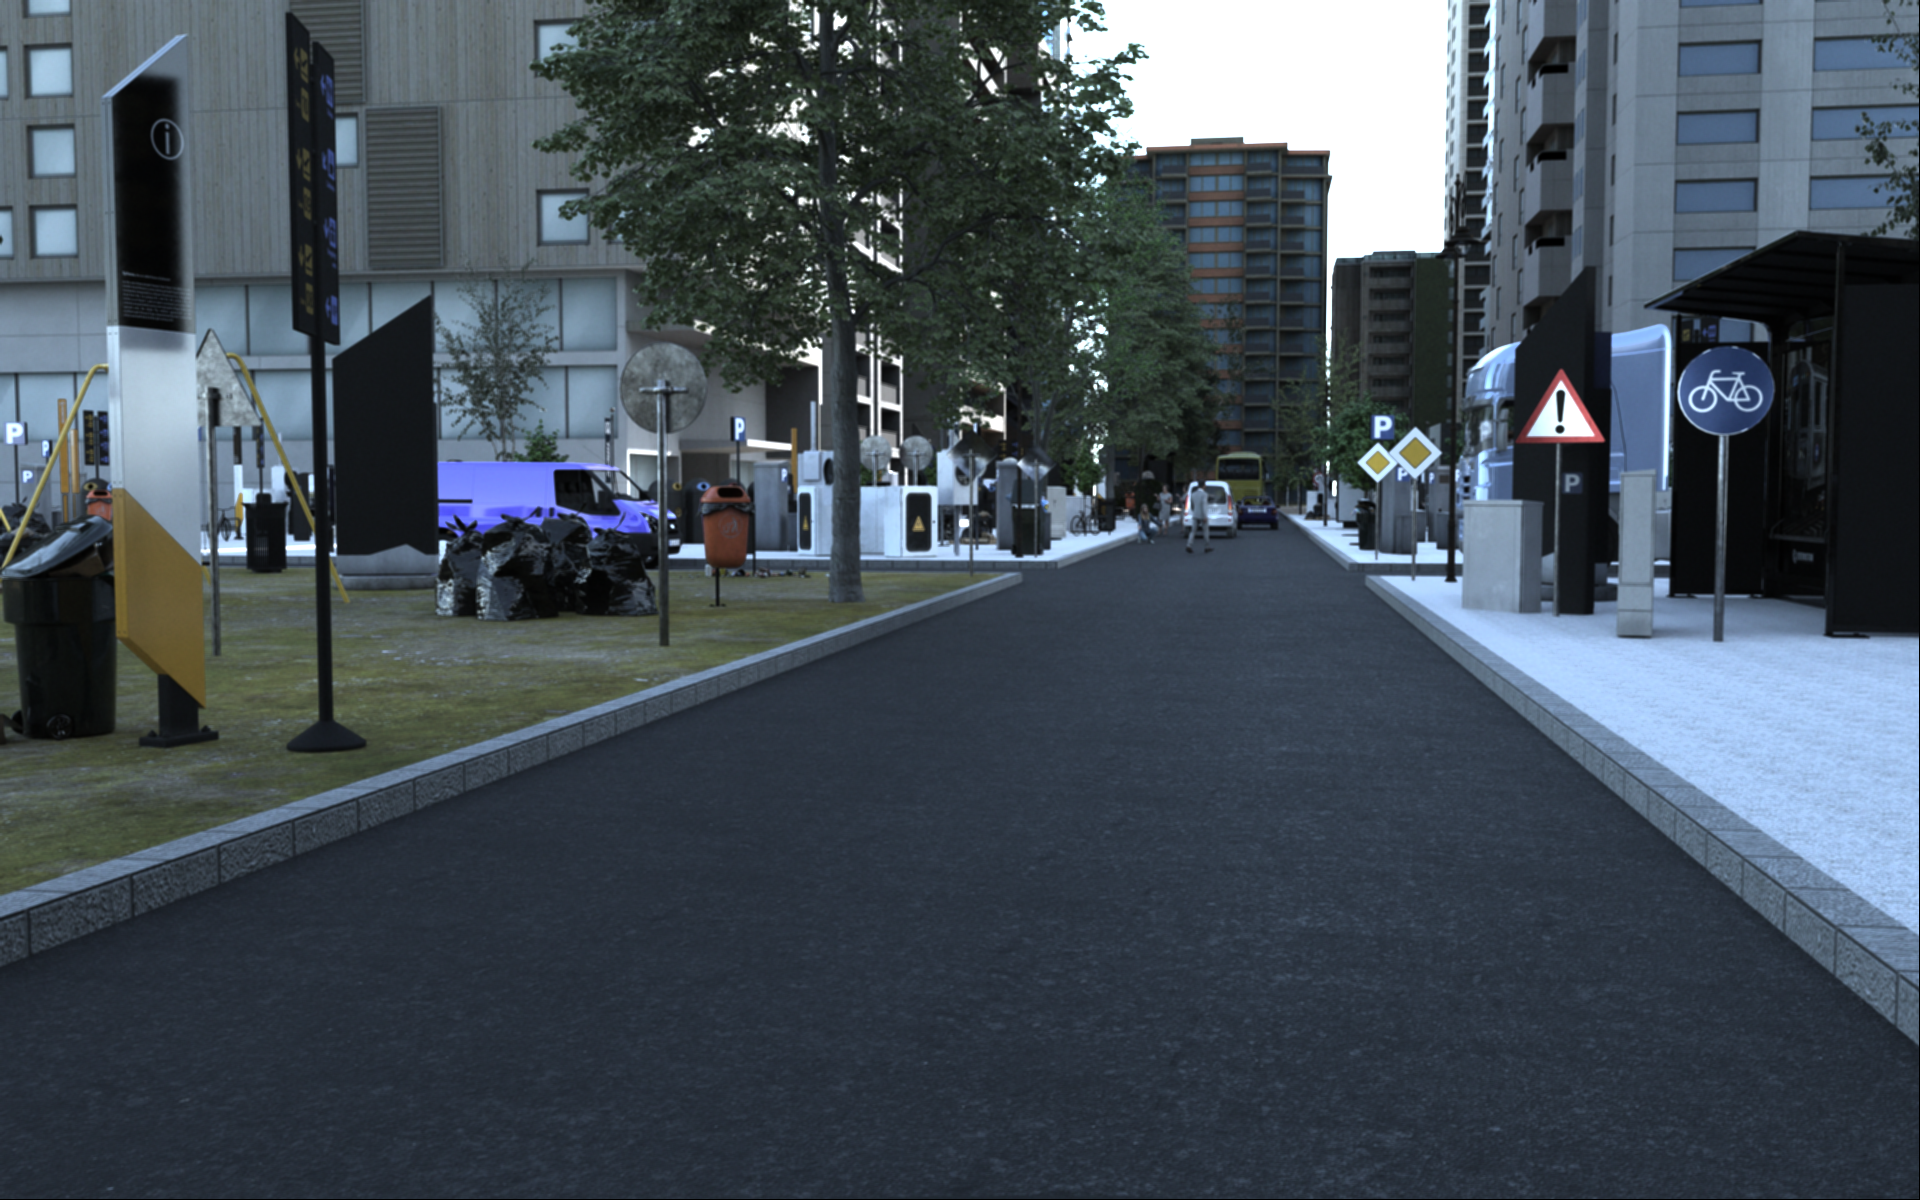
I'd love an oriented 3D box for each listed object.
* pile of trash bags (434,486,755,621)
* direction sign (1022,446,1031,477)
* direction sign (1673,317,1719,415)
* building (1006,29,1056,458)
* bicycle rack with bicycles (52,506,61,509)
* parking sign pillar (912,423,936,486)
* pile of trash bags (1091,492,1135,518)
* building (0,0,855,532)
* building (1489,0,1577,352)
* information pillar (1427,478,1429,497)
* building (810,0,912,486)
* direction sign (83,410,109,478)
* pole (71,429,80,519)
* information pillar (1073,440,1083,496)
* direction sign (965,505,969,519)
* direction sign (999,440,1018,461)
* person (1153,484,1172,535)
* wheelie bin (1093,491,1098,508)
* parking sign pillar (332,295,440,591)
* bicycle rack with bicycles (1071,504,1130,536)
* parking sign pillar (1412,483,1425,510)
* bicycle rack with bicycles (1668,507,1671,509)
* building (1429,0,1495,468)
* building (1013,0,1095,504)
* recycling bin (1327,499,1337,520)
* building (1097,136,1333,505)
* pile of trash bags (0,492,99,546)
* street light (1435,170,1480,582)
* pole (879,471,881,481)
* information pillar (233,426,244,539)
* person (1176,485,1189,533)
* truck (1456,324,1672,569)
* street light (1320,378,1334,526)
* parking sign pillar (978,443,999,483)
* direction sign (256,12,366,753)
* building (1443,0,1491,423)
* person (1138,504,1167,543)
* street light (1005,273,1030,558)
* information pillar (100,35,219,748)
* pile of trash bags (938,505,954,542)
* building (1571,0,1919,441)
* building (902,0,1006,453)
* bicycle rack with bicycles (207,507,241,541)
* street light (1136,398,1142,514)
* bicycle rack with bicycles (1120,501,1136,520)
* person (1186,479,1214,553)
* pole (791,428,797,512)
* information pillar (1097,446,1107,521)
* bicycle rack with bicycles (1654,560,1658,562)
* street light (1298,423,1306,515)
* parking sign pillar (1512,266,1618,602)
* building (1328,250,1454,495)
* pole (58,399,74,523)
[{"bbox_3d":[-3.880,-0.558,18.870,3.447,1.369,1.912,-2,4,-29],"label":"pile of trash bags"},{"bbox_3d":[3.070,-5.438,80.906,0.876,3.537,0.379,0,4,3],"label":"direction sign"},{"bbox_3d":[9.506,-1.862,22.442,0.379,3.537,0.876,-1,4,-12],"label":"direction sign"},{"bbox_3d":[1.321,-31.546,165.883,14.200,45.320,14.600,1,4,10],"label":"building"},{"bbox_3d":[-52.989,-5.197,98.350,2.925,0.926,2.852,-1,4,-17],"label":"bicycle rack with bicycles"},{"bbox_3d":[-1.351,-4.786,66.716,1.447,3.967,1.447,2,4,28],"label":"parking sign pillar"},{"bbox_3d":[7.752,-5.023,91.877,3.447,1.369,1.912,2,4,28],"label":"pile of trash bags"},{"bbox_3d":[-19.791,-29.368,69.401,28.713,52.752,27.495,1,4,10],"label":"building"},{"bbox_3d":[51.816,-32.325,117.755,28.713,52.752,27.495,1,4,10],"label":"building"},{"bbox_3d":[21.176,-4.505,78.152,0.304,2.012,0.304,1,4,22],"label":"information pillar"},{"bbox_3d":[-16.371,-44.442,164.885,20.611,71.187,20.563,1,4,10],"label":"building"},{"bbox_3d":[-23.514,-3.377,47.212,0.379,3.537,0.876,1,4,15],"label":"direction sign"},{"bbox_3d":[-27.884,-3.716,54.601,0.158,3.312,0.155,0,3,0],"label":"pole"},{"bbox_3d":[4.790,-4.819,70.143,0.504,3.616,0.183,-3,5,-43],"label":"information pillar"},{"bbox_3d":[0.441,-6.041,90.763,0.379,3.537,0.876,-1,4,-12],"label":"direction sign"},{"bbox_3d":[2.051,-4.920,72.442,0.876,3.537,0.379,0,4,2],"label":"direction sign"},{"bbox_3d":[6.992,-3.136,60.127,0.716,1.782,0.532,2,4,31],"label":"person"},{"bbox_3d":[7.286,-4.995,89.583,0.693,1.594,0.980,-1,4,-10],"label":"wheelie bin"},{"bbox_3d":[-7.822,-2.149,23.612,1.447,3.967,1.447,-1,4,-9],"label":"parking sign pillar"},{"bbox_3d":[3.287,-2.474,53.828,2.852,0.926,2.925,2,4,31],"label":"bicycle rack with bicycles"},{"bbox_3d":[19.741,-5.330,75.612,1.447,3.967,1.447,-1,4,-20],"label":"parking sign pillar"},{"bbox_3d":[18.628,-2.050,46.906,2.925,0.926,2.852,2,4,35],"label":"bicycle rack with bicycles"},{"bbox_3d":[53.594,-51.059,147.488,22.319,86.520,31.000,1,4,10],"label":"building"},{"bbox_3d":[1.297,-55.407,218.574,31.000,86.520,22.319,1,4,10],"label":"building"},{"bbox_3d":[18.772,-4.551,86.959,0.722,1.027,0.722,2,4,28],"label":"recycling bin"},{"bbox_3d":[31.117,-34.290,215.272,28.867,44.769,22.147,1,4,10],"label":"building"},{"bbox_3d":[-21.226,-1.827,39.631,3.447,1.369,1.912,-3,4,-37],"label":"pile of trash bags"},{"bbox_3d":[7.180,-3.203,25.153,0.468,5.910,1.993,1,4,10],"label":"street light"},{"bbox_3d":[-3.059,-4.361,65.149,0.158,3.312,0.155,0,3,0],"label":"pole"},{"bbox_3d":[-20.449,-3.529,49.058,0.183,3.616,0.504,-3,4,-38],"label":"information pillar"},{"bbox_3d":[8.214,-3.366,63.894,0.532,1.782,0.716,-1,4,-16],"label":"person"},{"bbox_3d":[17.001,-2.314,27.595,18.799,4.110,2.967,1,4,9],"label":"truck"},{"bbox_3d":[14.660,-5.903,69.301,0.468,5.910,1.993,1,4,10],"label":"street light"},{"bbox_3d":[1.510,-6.151,89.047,1.447,3.967,1.447,-3,5,-41],"label":"parking sign pillar"},{"bbox_3d":[-3.209,-1.020,8.669,0.379,3.537,0.876,0,4,-8],"label":"direction sign"},{"bbox_3d":[69.405,-47.033,207.246,20.611,71.187,20.563,1,4,10],"label":"building"},{"bbox_3d":[5.555,-2.239,50.607,1.012,1.151,0.738,-1,4,-15],"label":"person"},{"bbox_3d":[1.200,-3.797,34.872,0.468,5.910,1.993,1,4,10],"label":"street light"},{"bbox_3d":[-4.059,-1.064,8.748,0.183,3.616,0.504,2,4,24],"label":"information pillar"},{"bbox_3d":[-1.007,-2.330,47.841,1.912,1.369,3.447,0,4,-8],"label":"pile of trash bags"},{"bbox_3d":[42.803,-33.428,88.551,21.231,58.520,28.212,1,4,10],"label":"building"},{"bbox_3d":[-8.751,-30.563,123.408,21.300,48.544,21.600,1,4,10],"label":"building"},{"bbox_3d":[-21.042,-2.085,47.476,2.852,0.926,2.925,-1,4,-11],"label":"bicycle rack with bicycles"},{"bbox_3d":[7.539,-6.086,72.292,0.468,5.910,1.993,1,4,10],"label":"street light"},{"bbox_3d":[7.379,-4.424,85.716,2.925,0.926,2.852,1,4,23],"label":"bicycle rack with bicycles"},{"bbox_3d":[5.865,-2.059,42.432,0.850,1.792,0.678,-3,5,-41],"label":"person"},{"bbox_3d":[-5.125,-3.653,53.573,0.158,3.312,0.155,0,3,0],"label":"pole"},{"bbox_3d":[6.423,-5.298,77.977,0.504,3.616,0.183,-2,4,-31],"label":"information pillar"},{"bbox_3d":[12.142,-1.228,33.461,2.925,0.926,2.852,2,4,30],"label":"bicycle rack with bicycles"},{"bbox_3d":[21.092,-8.217,107.129,0.468,5.910,1.993,1,4,10],"label":"street light"},{"bbox_3d":[7.360,-2.003,21.217,1.447,3.967,1.447,-1,4,-20],"label":"parking sign pillar"},{"bbox_3d":[51.711,-26.685,207.998,14.107,30.474,14.160,1,4,10],"label":"building"},{"bbox_3d":[-19.302,-2.660,37.326,0.158,3.312,0.155,0,3,0],"label":"pole"}]
